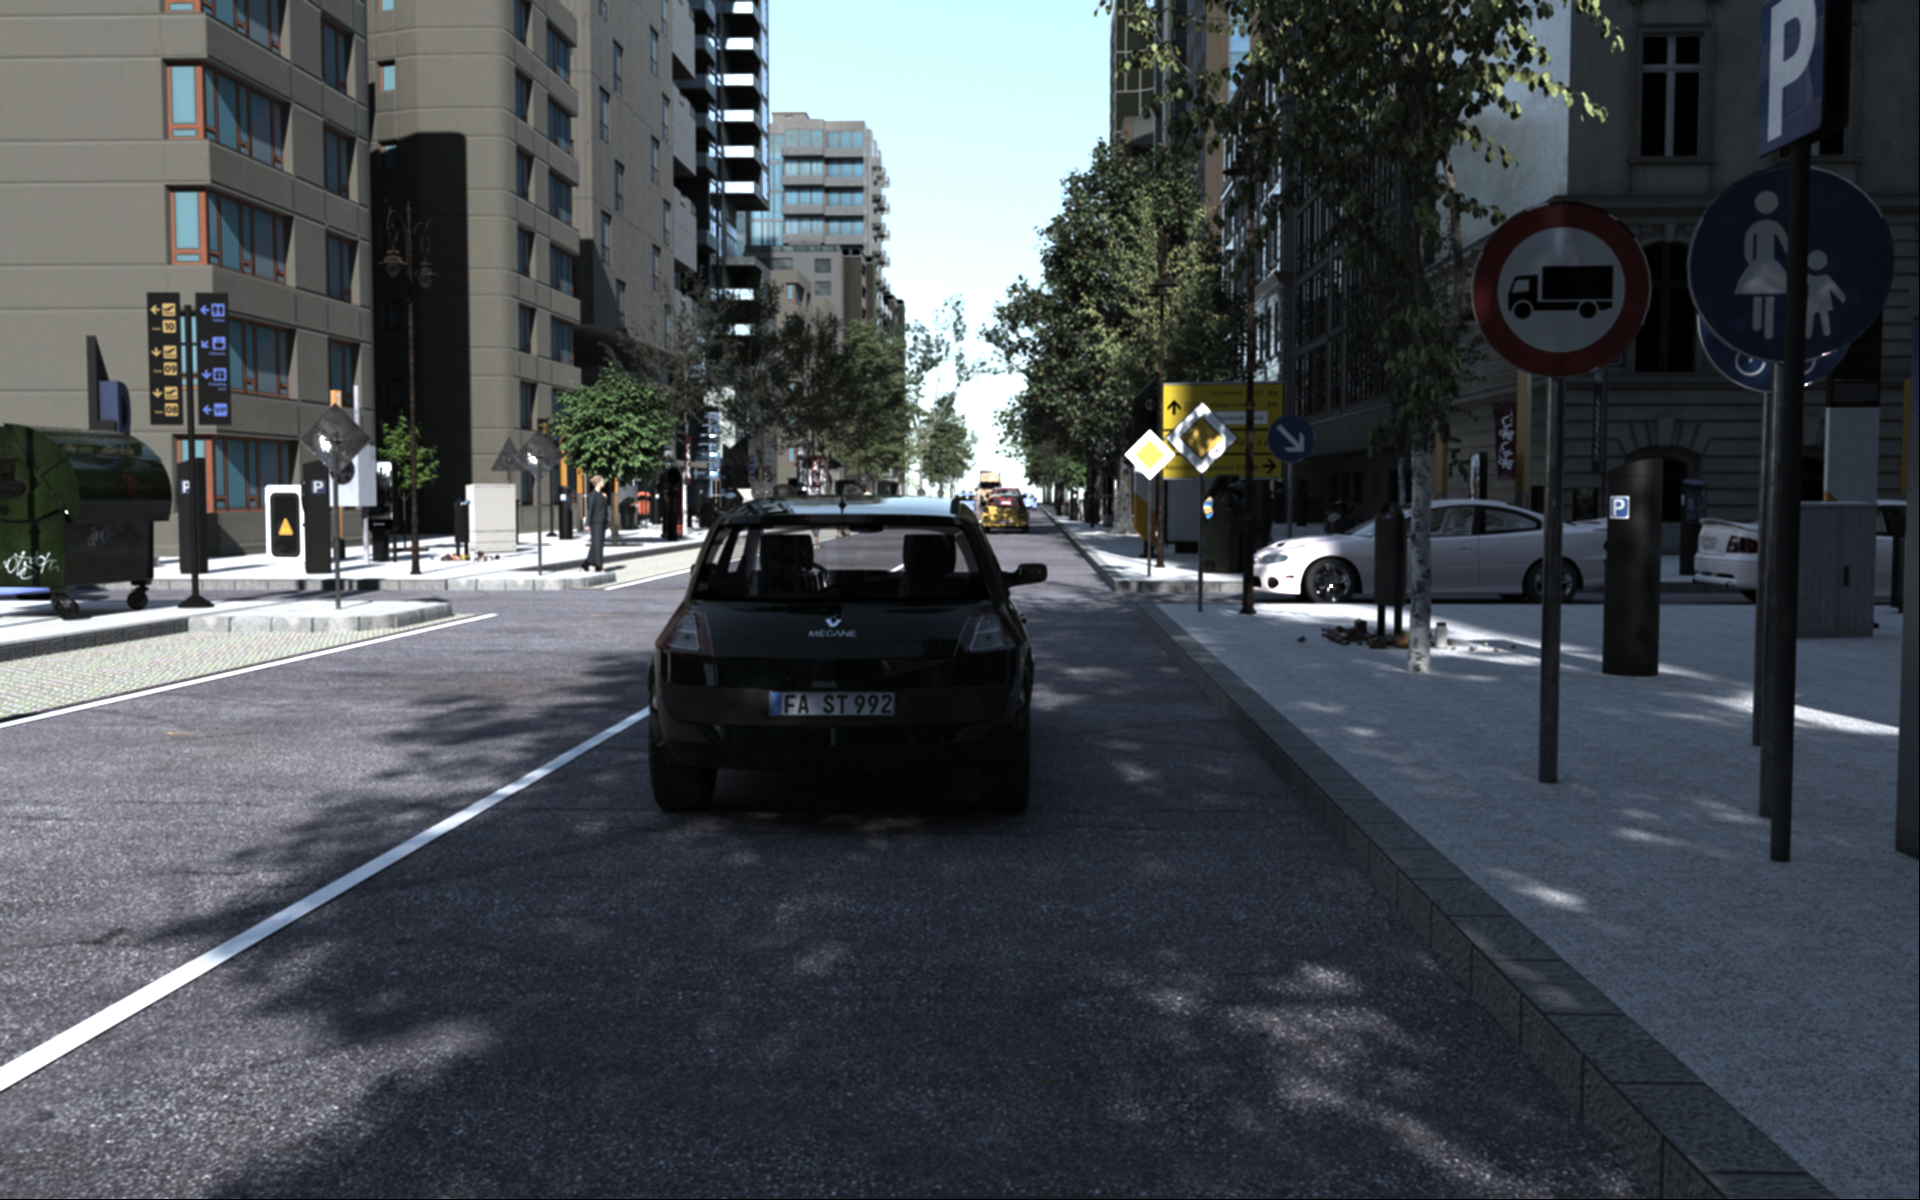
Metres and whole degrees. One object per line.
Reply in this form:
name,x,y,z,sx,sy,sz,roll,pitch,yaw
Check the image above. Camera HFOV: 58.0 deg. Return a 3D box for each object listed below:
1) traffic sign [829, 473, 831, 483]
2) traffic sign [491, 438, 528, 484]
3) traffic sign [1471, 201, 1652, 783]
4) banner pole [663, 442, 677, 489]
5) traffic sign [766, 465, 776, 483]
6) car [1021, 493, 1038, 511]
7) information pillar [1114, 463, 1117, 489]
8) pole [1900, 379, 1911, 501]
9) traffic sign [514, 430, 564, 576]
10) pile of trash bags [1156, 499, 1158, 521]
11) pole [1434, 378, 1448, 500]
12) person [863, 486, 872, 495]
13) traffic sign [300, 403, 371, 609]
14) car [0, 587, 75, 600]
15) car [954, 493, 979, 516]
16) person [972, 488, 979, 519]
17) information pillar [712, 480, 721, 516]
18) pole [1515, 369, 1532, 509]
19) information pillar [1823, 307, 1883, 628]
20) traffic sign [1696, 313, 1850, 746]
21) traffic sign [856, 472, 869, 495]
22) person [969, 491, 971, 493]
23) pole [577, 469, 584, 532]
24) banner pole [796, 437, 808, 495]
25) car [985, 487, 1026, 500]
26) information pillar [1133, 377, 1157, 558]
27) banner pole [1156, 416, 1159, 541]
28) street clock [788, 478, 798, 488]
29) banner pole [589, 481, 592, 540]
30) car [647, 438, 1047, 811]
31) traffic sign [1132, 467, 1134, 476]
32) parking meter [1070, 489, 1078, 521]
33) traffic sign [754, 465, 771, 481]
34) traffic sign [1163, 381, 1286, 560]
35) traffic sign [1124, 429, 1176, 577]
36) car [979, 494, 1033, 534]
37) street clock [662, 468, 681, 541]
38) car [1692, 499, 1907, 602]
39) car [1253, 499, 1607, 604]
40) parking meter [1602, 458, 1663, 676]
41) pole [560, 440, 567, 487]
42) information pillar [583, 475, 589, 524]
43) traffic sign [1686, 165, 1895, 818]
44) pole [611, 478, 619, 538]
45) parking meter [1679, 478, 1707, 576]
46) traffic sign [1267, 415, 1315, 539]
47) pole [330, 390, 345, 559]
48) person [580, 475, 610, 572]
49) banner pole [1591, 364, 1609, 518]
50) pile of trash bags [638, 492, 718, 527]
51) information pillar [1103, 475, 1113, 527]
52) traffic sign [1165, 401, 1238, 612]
traffic sign,-7.631,-5.967,97.671,0.768,2.556,0.104,0,4,3
traffic sign,-10.352,-2.433,39.791,0.884,2.594,0.081,1,4,8
traffic sign,2.622,-0.461,7.644,0.768,2.556,0.104,0,4,5
banner pole,-13.861,-5.697,83.164,0.863,3.779,0.401,1,4,15
traffic sign,-8.541,-4.698,76.916,0.768,2.556,0.104,0,4,6
car,5.696,-8.481,148.254,1.945,1.707,3.694,0,4,1
information pillar,9.030,-6.762,101.921,0.183,3.616,0.504,-2,4,-33
pole,16.898,-2.265,30.877,0.158,3.312,0.155,0,3,0
traffic sign,-6.605,-1.441,27.200,0.795,2.450,0.064,0,4,2
pile of trash bags,9.210,-4.560,84.302,3.447,1.369,1.912,0,4,7
pole,8.495,-2.247,30.580,0.158,3.312,0.155,0,3,0
person,-3.595,-3.635,68.502,0.480,1.755,0.524,1,4,16
traffic sign,-6.920,-0.953,19.221,0.795,2.450,0.064,0,4,2
car,-13.387,-0.773,22.234,3.694,1.707,1.945,0,4,3
car,0.320,-6.508,115.991,1.945,1.707,3.694,0,4,2
person,0.829,-5.121,92.563,0.374,1.781,0.599,-1,4,-12
information pillar,-12.578,-5.196,89.439,0.304,2.012,0.304,3,5,39
pole,8.612,-1.997,26.493,0.158,3.312,0.155,0,3,0
information pillar,8.540,-1.541,16.555,0.504,3.616,0.183,0,4,2
traffic sign,4.089,-0.530,8.766,0.768,2.556,0.104,0,4,6
traffic sign,-5.755,-6.239,102.118,0.768,2.556,0.104,0,4,7
person,0.947,-9.393,162.797,1.217,1.735,0.721,-1,4,-14
pole,-12.954,-3.986,59.018,0.158,3.312,0.155,0,3,0
banner pole,-6.924,-5.290,76.511,0.863,3.779,0.401,3,5,41
car,2.528,-5.313,95.536,2.281,1.827,5.304,0,4,1
information pillar,3.722,-2.652,34.712,0.504,3.616,0.183,-2,4,-24
banner pole,5.422,-3.518,47.536,0.401,3.779,0.863,-2,4,-26
street clock,-7.689,-4.620,80.111,0.471,2.002,0.358,-2,4,-33
banner pole,-10.258,-3.575,48.466,0.401,3.779,0.863,-2,4,-28
car,-0.518,0.035,9.222,2.009,1.686,4.222,0,4,0
traffic sign,7.108,-4.131,67.654,0.768,2.556,0.104,1,4,9
parking meter,5.463,-4.545,82.728,0.372,1.533,0.369,0,3,0
traffic sign,-8.728,-4.675,76.548,0.768,2.556,0.104,1,4,9
traffic sign,4.746,-2.297,31.433,2.265,3.308,0.079,1,4,12
traffic sign,2.931,-1.417,26.805,0.795,2.450,0.064,0,4,2
car,1.702,-3.313,64.392,2.015,1.641,3.980,0,4,3
street clock,-7.874,-2.616,47.343,0.358,2.002,0.471,3,5,44
car,11.880,-0.585,21.927,4.827,1.381,2.083,0,4,4
car,6.186,-0.638,22.790,4.827,1.381,2.083,0,4,1
parking meter,4.785,-0.239,12.321,0.372,1.533,0.369,0,3,0
pole,-11.688,-3.501,51.087,0.158,3.312,0.155,0,3,0
information pillar,-13.452,-3.511,61.903,0.304,2.012,0.304,1,4,9
traffic sign,3.224,-0.410,6.815,0.768,2.556,0.104,0,4,7
pole,-10.165,-3.491,50.923,0.158,3.312,0.155,0,3,0
parking meter,11.605,-1.162,27.408,0.372,1.533,0.369,0,3,0
traffic sign,5.330,-1.704,27.969,0.768,2.556,0.104,0,4,5
pole,-12.233,-2.459,34.042,0.158,3.312,0.155,0,3,0
person,-6.533,-1.350,30.986,0.534,1.772,0.576,-1,4,-13
banner pole,10.013,-2.269,27.108,0.401,3.779,0.863,3,4,37
pile of trash bags,-10.928,-3.520,67.312,3.447,1.369,1.912,0,4,7
information pillar,5.764,-3.853,67.487,0.304,2.012,0.304,-2,4,-25
traffic sign,2.616,-0.929,18.826,0.795,2.450,0.064,0,4,2
